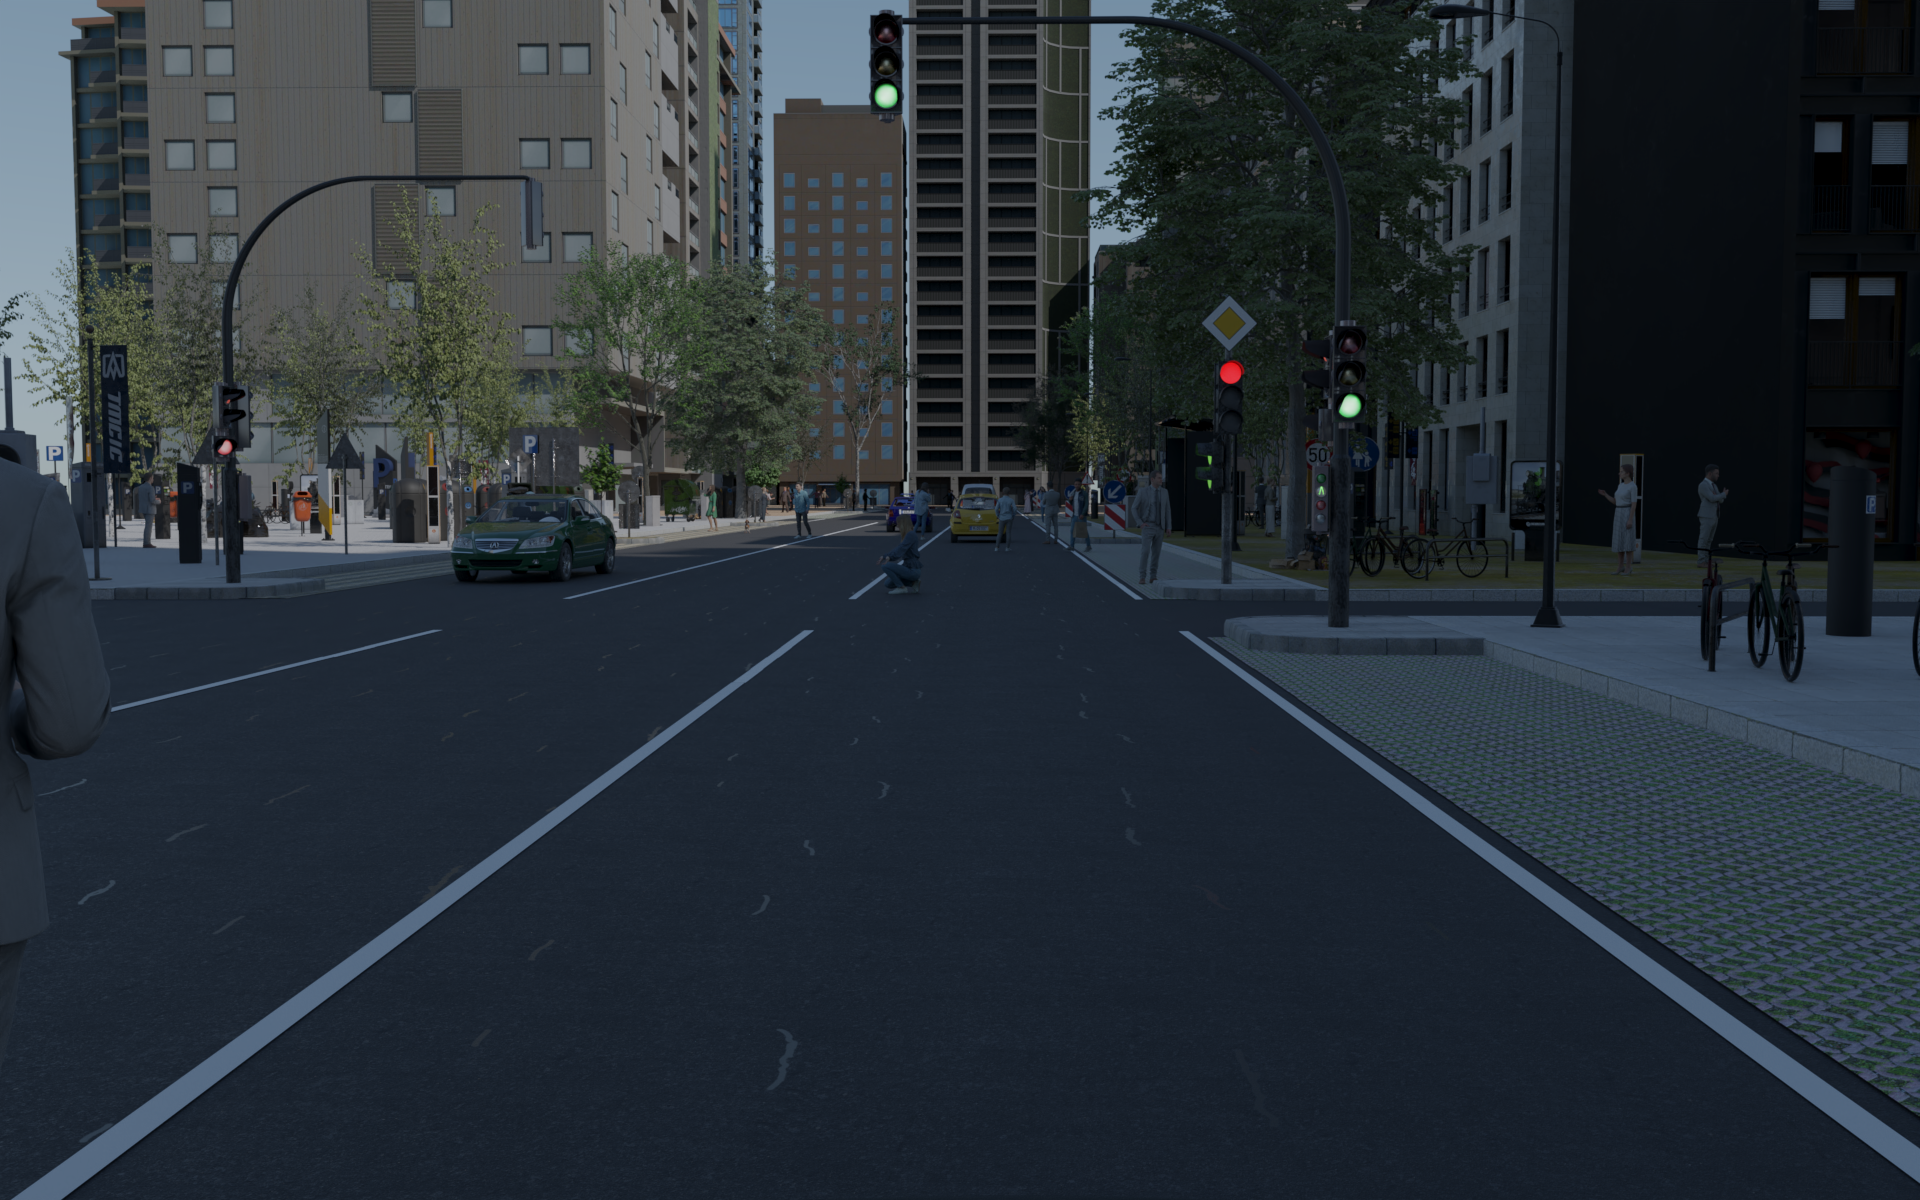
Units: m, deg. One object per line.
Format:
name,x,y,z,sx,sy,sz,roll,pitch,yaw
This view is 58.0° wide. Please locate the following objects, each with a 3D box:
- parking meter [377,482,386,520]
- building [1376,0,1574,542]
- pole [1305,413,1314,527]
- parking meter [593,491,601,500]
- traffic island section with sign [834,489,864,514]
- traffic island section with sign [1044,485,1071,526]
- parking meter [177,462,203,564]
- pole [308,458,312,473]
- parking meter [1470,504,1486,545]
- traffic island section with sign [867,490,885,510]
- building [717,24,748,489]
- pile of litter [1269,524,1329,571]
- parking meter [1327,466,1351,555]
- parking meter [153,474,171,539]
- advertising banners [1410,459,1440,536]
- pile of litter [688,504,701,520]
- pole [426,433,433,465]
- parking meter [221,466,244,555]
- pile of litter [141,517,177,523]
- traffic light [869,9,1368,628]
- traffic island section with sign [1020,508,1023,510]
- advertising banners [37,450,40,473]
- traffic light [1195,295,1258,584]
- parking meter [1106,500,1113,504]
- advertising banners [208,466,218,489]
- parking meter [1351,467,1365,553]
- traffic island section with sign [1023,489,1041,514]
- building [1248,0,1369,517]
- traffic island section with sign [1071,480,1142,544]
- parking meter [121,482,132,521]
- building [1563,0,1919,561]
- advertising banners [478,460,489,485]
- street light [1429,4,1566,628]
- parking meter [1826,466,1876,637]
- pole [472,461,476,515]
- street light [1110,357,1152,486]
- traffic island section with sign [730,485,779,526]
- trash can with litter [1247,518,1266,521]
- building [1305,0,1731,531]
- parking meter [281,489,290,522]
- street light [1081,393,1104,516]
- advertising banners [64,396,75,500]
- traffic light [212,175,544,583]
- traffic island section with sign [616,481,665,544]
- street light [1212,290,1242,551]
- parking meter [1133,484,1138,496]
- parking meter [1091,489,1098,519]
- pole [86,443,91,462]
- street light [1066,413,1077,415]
parking meter,-28.725,-4.908,85.962,0.399,1.863,0.255,-2,4,-24
building,20.204,-12.193,54.105,10.420,20.320,16.860,0,4,1
pole,8.807,-3.044,43.616,0.158,3.312,0.155,0,3,0
parking meter,-16.826,-4.571,80.450,0.399,1.863,0.255,3,4,38
traffic island section with sign,-8.185,-7.244,127.072,1.989,1.847,2.006,0,4,1
traffic island section with sign,4.879,-4.224,77.687,1.989,1.847,2.006,0,4,1
parking meter,-14.214,-1.608,31.994,0.399,1.863,0.255,-1,4,-12
pole,-36.797,-6.382,98.190,0.158,3.312,0.155,0,3,0
parking meter,13.019,-2.148,43.523,0.372,1.533,0.369,0,3,0
traffic island section with sign,-7.654,-8.893,154.022,1.989,1.847,2.006,0,4,1
building,-33.516,-30.708,156.693,28.867,44.769,22.147,0,4,1
pile of litter,5.892,-0.962,29.688,1.176,0.858,1.719,0,4,3
parking meter,7.969,-1.888,36.588,0.255,1.863,0.399,3,5,45
parking meter,-22.651,-2.659,49.183,0.399,1.863,0.255,1,4,22
advertising banners,14.349,-3.512,53.604,0.090,3.025,2.074,-1,4,-10
pile of litter,-13.288,-4.500,87.533,1.176,0.858,1.719,1,4,17
pole,-17.579,-3.894,57.503,0.158,3.312,0.155,0,3,0
parking meter,-15.384,-1.893,36.658,0.399,1.863,0.255,-3,5,-42
pile of litter,-35.466,-3.846,76.841,1.719,0.858,1.176,-2,4,-29
traffic light,1.536,-2.561,16.535,4.771,5.953,1.251,0,4,1
traffic island section with sign,6.362,-8.883,153.859,1.989,1.847,2.006,0,4,1
advertising banners,-35.426,-4.333,67.037,0.090,3.025,2.074,-3,5,-44
traffic light,3.786,-2.183,24.619,0.839,4.253,0.868,0,4,1
parking meter,6.551,-4.106,75.538,0.372,1.533,0.369,0,3,0
advertising banners,-37.255,-5.629,88.220,2.074,3.025,0.090,-3,4,-39
parking meter,8.540,-1.932,37.294,0.255,1.863,0.399,-1,4,-9
traffic island section with sign,5.834,-7.207,126.467,1.989,1.847,2.006,0,4,1
building,22.966,-18.557,89.310,13.634,28.700,20.117,0,4,1
traffic island section with sign,4.333,-2.551,50.341,1.989,1.847,2.006,0,4,1
parking meter,-39.431,-4.665,81.983,0.255,1.863,0.399,3,4,37
building,23.519,-12.755,38.220,15.834,23.373,12.332,0,4,1
advertising banners,-23.510,-5.641,88.414,2.074,3.025,0.090,0,4,-7
street light,5.147,-2.694,16.593,1.470,5.913,1.316,0,4,1
parking meter,8.069,-0.445,15.685,0.372,1.533,0.369,0,3,0
pole,-25.654,-5.975,91.531,0.158,3.312,0.155,0,3,0
street light,5.934,-5.282,58.895,1.470,5.913,1.316,0,4,1
traffic island section with sign,-9.149,-4.204,77.369,1.989,1.847,2.006,0,4,1
trash can with litter,14.554,-4.472,84.171,2.233,1.210,1.678,-3,4,-38
building,21.937,-14.788,71.459,12.332,23.373,15.834,0,4,1
parking meter,-31.326,-4.406,80.441,0.372,1.533,0.369,0,3,0
street light,6.373,-6.540,79.463,1.470,5.913,1.316,0,4,1
advertising banners,-16.405,-2.170,31.661,0.090,3.025,2.074,-3,4,-37
traffic light,-8.380,-3.071,24.876,4.771,5.953,1.251,0,4,1
traffic island section with sign,-9.687,-2.556,50.419,1.989,1.847,2.006,0,4,1
street light,5.646,-4.058,38.887,1.470,5.913,1.316,0,4,1
parking meter,9.808,-5.525,96.046,0.399,1.863,0.255,-2,4,-29
parking meter,6.958,-4.958,89.469,0.372,1.533,0.369,0,3,0
pole,-35.065,-4.646,69.806,0.158,3.312,0.155,0,3,0
street light,6.765,-7.763,99.469,1.470,5.913,1.316,0,4,1
